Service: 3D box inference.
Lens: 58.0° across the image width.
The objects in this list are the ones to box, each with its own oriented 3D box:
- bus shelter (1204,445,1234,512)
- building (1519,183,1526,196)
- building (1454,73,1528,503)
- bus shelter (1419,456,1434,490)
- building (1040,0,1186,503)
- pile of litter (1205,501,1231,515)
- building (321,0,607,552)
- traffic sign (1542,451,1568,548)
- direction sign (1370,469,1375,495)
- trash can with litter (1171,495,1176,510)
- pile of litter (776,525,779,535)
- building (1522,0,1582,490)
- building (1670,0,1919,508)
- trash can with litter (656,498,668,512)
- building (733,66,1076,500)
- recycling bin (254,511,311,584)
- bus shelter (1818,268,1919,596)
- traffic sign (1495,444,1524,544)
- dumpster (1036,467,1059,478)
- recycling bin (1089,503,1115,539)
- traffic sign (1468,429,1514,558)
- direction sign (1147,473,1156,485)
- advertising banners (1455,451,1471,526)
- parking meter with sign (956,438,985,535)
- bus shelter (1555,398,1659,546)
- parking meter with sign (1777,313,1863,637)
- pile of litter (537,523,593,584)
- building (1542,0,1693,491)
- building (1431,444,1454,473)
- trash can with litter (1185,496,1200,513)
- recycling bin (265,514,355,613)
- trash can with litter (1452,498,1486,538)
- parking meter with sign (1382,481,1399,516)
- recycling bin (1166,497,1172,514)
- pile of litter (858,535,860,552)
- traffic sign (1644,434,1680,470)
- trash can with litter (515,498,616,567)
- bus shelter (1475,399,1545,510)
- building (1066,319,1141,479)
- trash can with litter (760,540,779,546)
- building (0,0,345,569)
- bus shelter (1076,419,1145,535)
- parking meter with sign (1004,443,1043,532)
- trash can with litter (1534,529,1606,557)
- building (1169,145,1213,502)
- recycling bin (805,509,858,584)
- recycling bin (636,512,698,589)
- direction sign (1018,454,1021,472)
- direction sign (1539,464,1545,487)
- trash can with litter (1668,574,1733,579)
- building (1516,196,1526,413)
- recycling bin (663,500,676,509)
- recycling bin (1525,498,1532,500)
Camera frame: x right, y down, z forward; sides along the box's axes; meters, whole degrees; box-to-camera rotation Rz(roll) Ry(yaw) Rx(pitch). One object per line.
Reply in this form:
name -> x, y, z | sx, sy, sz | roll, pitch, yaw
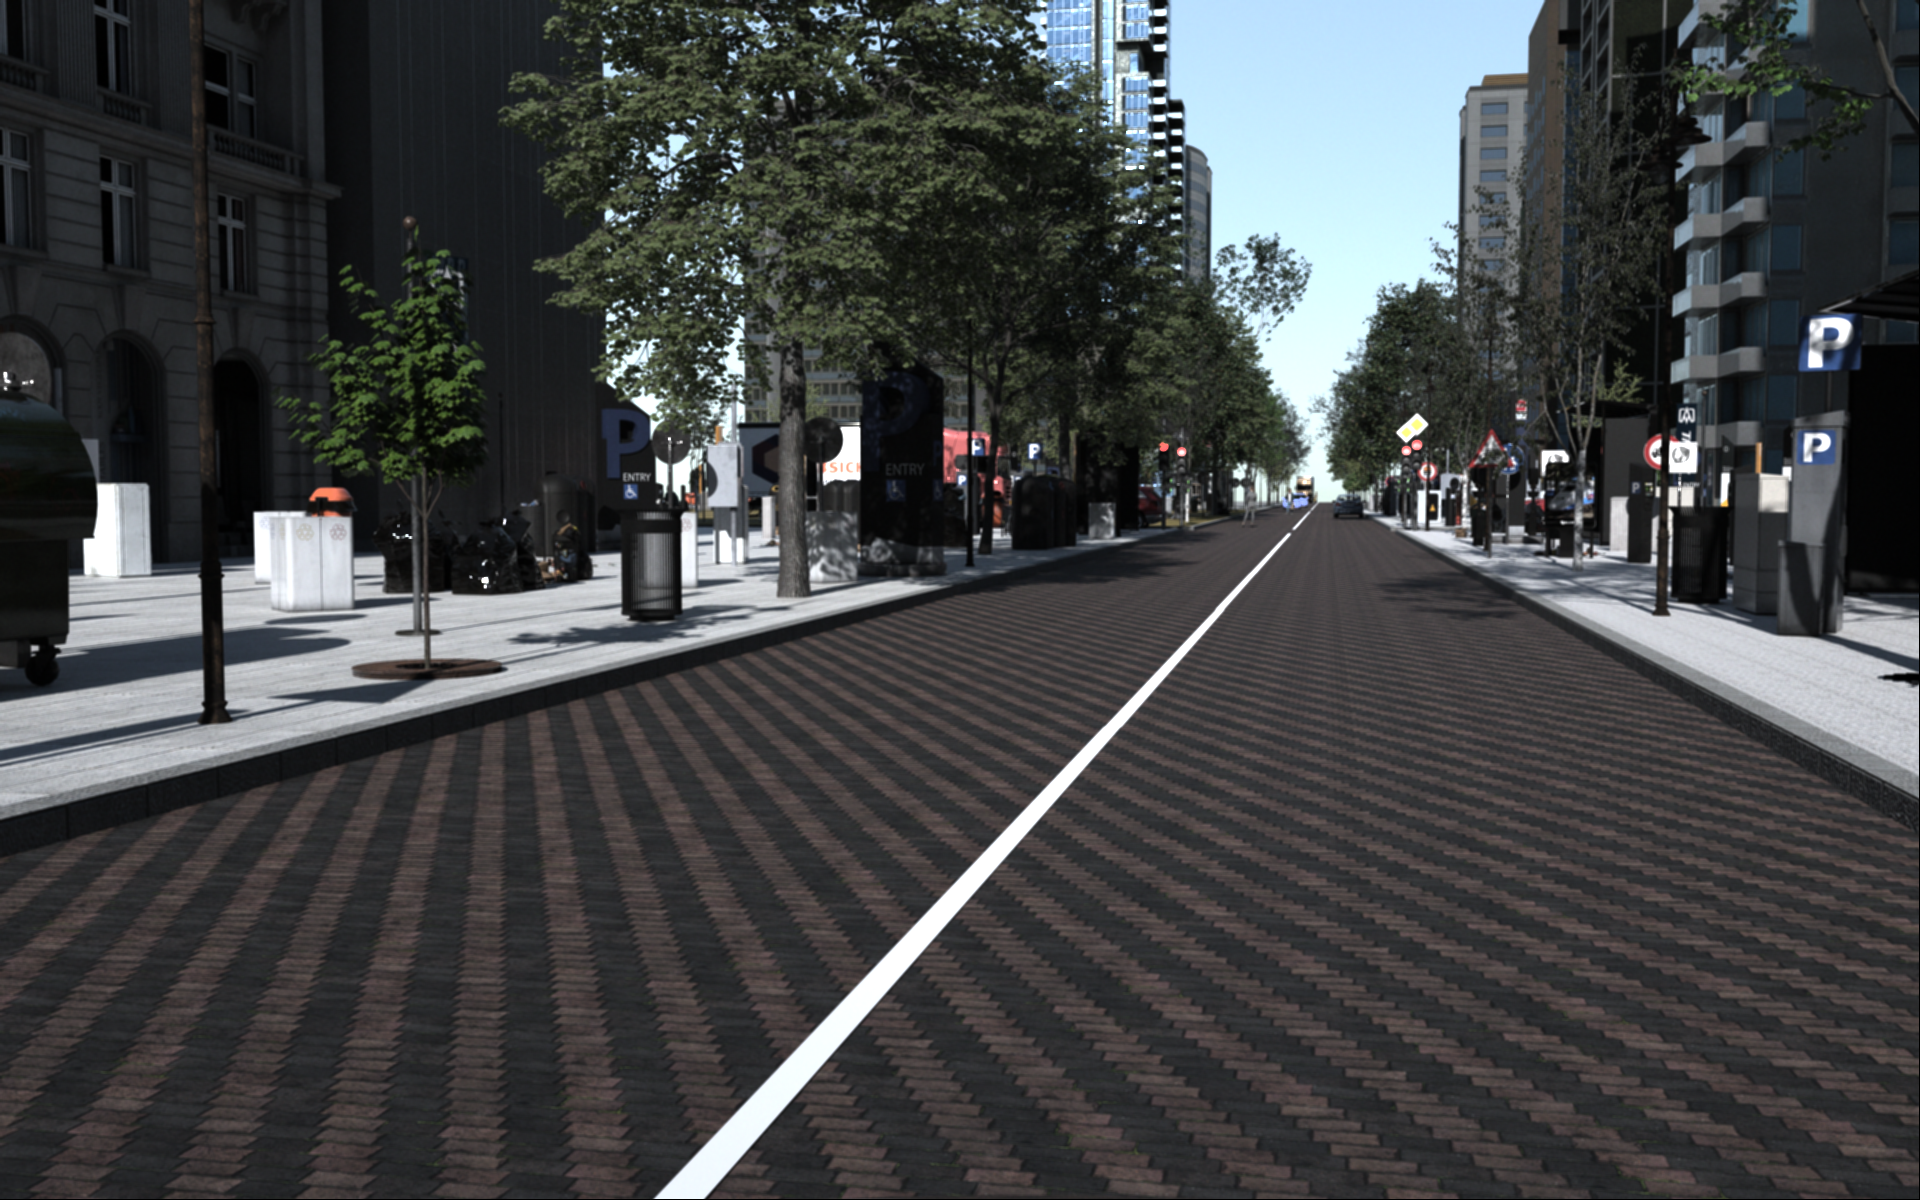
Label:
bus shelter -> 19.358, -9.291, 129.541 | 2.179, 5.291, 8.768 | 1, 4, 12
building -> 73.166, -30.083, 183.743 | 32.217, 40.220, 23.993 | 1, 4, 12
building -> 82.301, -43.232, 248.838 | 21.231, 58.520, 28.212 | 1, 4, 12
bus shelter -> 32.145, -8.604, 118.304 | 2.179, 5.291, 8.768 | 1, 4, 12
building -> 23.239, -57.778, 257.345 | 22.319, 86.520, 31.000 | 1, 4, 12
pile of litter -> 15.825, -5.646, 106.271 | 1.719, 0.858, 1.176 | 0, 4, 1
building -> -25.936, -13.965, 47.401 | 30.058, 24.678, 14.314 | 1, 4, 12
traffic sign -> 13.994, -2.364, 40.780 | 0.606, 2.300, 0.079 | 1, 4, 21
direction sign -> 32.944, -8.936, 138.092 | 0.876, 3.537, 0.379 | -3, 5, -41
trash can with litter -> 16.696, -7.619, 135.957 | 0.624, 1.170, 1.055 | -1, 4, -11
pile of litter -> -5.535, -2.482, 54.544 | 1.176, 0.858, 1.719 | 2, 4, 34
building -> 57.619, -30.713, 152.261 | 14.600, 45.320, 14.200 | 1, 4, 12
building -> 52.259, -28.576, 86.830 | 30.456, 49.044, 23.786 | 1, 4, 12
trash can with litter -> -14.713, -4.343, 82.073 | 1.678, 1.210, 2.233 | -3, 5, -44
building -> -3.164, -28.698, 161.094 | 32.217, 40.220, 23.993 | 1, 4, 12
recycling bin -> -9.759, -0.764, 25.042 | 0.722, 1.027, 0.722 | -1, 4, -12
bus shelter -> 10.981, -1.677, 18.701 | 1.731, 3.624, 6.357 | 1, 4, 12
traffic sign -> 13.956, -2.692, 44.116 | 0.768, 2.556, 0.104 | 1, 4, 16
dumpster -> 3.156, -3.673, 62.548 | 1.502, 2.255, 1.985 | 1, 4, 12
recycling bin -> 4.093, -2.282, 49.862 | 0.722, 1.027, 0.722 | 1, 4, 9
traffic sign -> 10.593, -2.113, 34.556 | 0.884, 2.594, 0.081 | 1, 4, 21
direction sign -> 15.659, -9.178, 142.050 | 0.876, 3.537, 0.379 | 3, 4, 38
advertising banners -> 20.382, -4.563, 70.787 | 0.090, 3.025, 2.074 | -1, 4, -10
parking meter with sign -> 0.178, -3.504, 53.550 | 0.543, 3.016, 1.738 | 2, 4, 24
bus shelter -> 16.874, -3.310, 45.400 | 1.731, 3.624, 6.357 | 1, 4, 12
parking meter with sign -> 8.016, -1.220, 16.205 | 0.543, 3.016, 1.738 | 2, 4, 32
pile of litter -> -6.036, -0.703, 25.463 | 1.176, 0.858, 1.719 | 1, 4, 23
building -> 54.736, -42.015, 125.196 | 20.563, 71.187, 20.611 | 1, 4, 12
building -> 90.434, -26.492, 278.185 | 27.650, 21.520, 28.899 | 1, 4, 12
trash can with litter -> 16.126, -6.650, 120.107 | 1.055, 1.170, 0.624 | -3, 5, -42
recycling bin -> -7.184, -0.406, 19.200 | 0.722, 1.027, 0.722 | -3, 4, -37
trash can with litter -> 14.988, -2.411, 50.805 | 1.055, 1.170, 0.624 | 2, 4, 27
parking meter with sign -> 25.647, -6.460, 101.878 | 1.738, 3.016, 0.543 | 2, 4, 34
recycling bin -> 12.931, -5.929, 109.500 | 0.722, 1.027, 0.722 | 3, 5, 45
pile of litter -> -2.036, -1.496, 38.431 | 1.176, 0.858, 1.719 | -2, 4, -35
traffic sign -> 14.830, -2.231, 36.579 | 0.768, 2.556, 0.104 | 1, 4, 18
trash can with litter -> -7.266, -1.204, 30.735 | 2.233, 1.210, 1.678 | 0, 4, 2
bus shelter -> 22.295, -5.697, 70.773 | 2.179, 5.291, 8.768 | 1, 4, 12
building -> 4.242, -20.920, 187.084 | 27.650, 21.520, 28.899 | 1, 4, 12
trash can with litter -> -4.416, -1.999, 43.741 | 1.678, 1.210, 2.233 | 2, 4, 29
building -> -21.631, -11.305, 26.634 | 13.314, 21.916, 24.055 | 1, 4, 12
bus shelter -> 5.113, -4.039, 57.315 | 1.731, 3.624, 6.357 | 1, 4, 12
parking meter with sign -> 2.120, -3.827, 58.840 | 0.543, 3.016, 1.738 | 2, 4, 34
trash can with litter -> 12.867, -1.544, 36.302 | 2.233, 1.210, 1.678 | -2, 4, -34
building -> 30.027, -45.565, 286.980 | 21.231, 58.520, 28.212 | 1, 4, 12
recycling bin -> -1.976, -0.776, 25.247 | 0.722, 1.027, 0.722 | -3, 5, -43
recycling bin -> -4.015, -0.684, 23.735 | 0.722, 1.027, 0.722 | -1, 4, -20
direction sign -> 3.113, -6.528, 98.728 | 0.876, 3.537, 0.379 | -2, 4, -32
direction sign -> 44.577, -8.574, 132.187 | 0.876, 3.537, 0.379 | -1, 4, -17
trash can with litter -> 11.899, -0.935, 26.349 | 2.233, 1.210, 1.678 | 1, 4, 13
building -> 60.793, -24.159, 166.705 | 14.160, 30.474, 14.107 | 1, 4, 12
recycling bin -> -16.857, -5.348, 99.994 | 0.722, 1.027, 0.722 | -3, 5, -43
recycling bin -> 36.927, -6.109, 112.431 | 0.722, 1.027, 0.722 | 0, 3, 0
